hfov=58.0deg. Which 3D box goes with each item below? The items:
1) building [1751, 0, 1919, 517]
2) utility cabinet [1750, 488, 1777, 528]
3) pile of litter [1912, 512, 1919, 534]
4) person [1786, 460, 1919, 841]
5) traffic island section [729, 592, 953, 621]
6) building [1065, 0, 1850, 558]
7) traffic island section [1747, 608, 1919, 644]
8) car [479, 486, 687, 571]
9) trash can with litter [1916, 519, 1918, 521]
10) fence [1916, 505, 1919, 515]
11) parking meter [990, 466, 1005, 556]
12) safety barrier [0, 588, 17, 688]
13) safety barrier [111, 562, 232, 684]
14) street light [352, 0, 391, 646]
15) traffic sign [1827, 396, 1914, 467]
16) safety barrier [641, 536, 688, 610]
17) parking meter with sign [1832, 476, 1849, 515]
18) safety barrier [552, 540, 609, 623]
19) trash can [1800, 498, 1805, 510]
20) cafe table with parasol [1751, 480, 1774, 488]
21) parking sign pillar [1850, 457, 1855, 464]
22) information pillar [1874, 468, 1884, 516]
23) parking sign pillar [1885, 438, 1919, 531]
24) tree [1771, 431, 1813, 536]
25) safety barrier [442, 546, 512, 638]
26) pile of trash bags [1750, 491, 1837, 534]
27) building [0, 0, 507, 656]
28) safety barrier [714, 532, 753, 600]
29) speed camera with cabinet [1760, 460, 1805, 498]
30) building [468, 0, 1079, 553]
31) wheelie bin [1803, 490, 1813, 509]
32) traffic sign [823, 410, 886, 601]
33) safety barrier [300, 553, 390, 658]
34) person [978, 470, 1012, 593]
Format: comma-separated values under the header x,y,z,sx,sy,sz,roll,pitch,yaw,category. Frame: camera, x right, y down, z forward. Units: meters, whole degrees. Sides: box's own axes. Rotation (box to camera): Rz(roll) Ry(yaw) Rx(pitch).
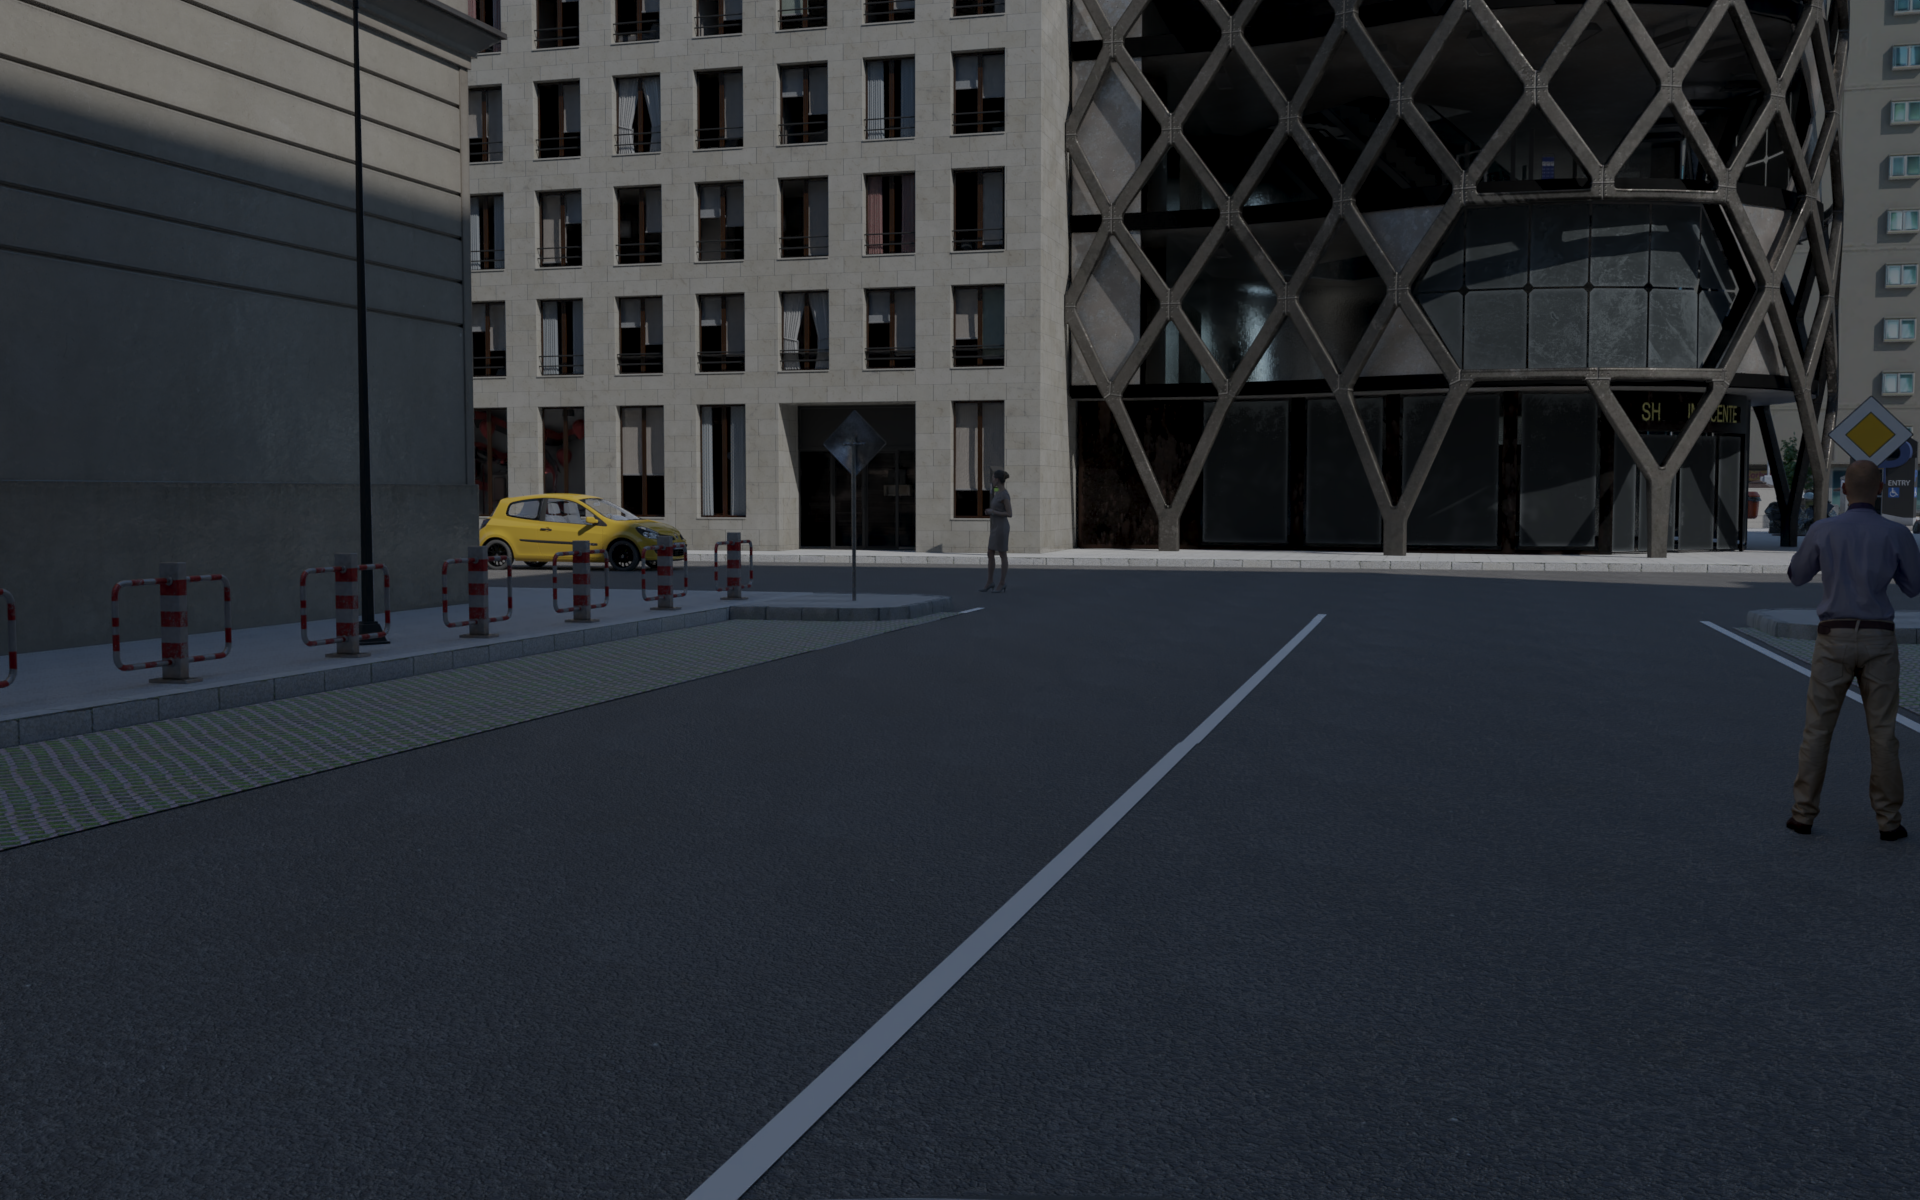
x,y,z,sx,sy,sz,roll,pitch,yaw,category
49.603,-29.618,107.957,21.300,48.544,21.600,1,4,16,building
29.601,-3.394,64.175,1.173,1.500,0.318,1,4,9,utility cabinet
31.514,-2.569,55.971,1.719,0.858,1.176,-2,4,-23,pile of litter
3.743,0.201,7.272,0.516,1.574,0.319,2,4,33,person
-1.294,0.089,20.833,2.009,0.180,2.903,1,4,16,traffic island section
12.225,-10.725,42.805,16.811,18.784,16.820,1,4,16,building
9.334,0.271,17.845,2.009,0.180,2.903,1,4,16,traffic island section
-7.202,-1.400,33.122,3.980,1.641,2.015,1,4,14,car
45.320,-4.396,82.927,2.233,1.210,1.678,-2,4,-24,trash can with litter
51.553,-4.804,93.912,2.069,0.683,0.278,0,4,-5,fence
0.780,-1.865,36.205,0.255,1.863,0.399,-1,4,-9,parking meter
-5.862,0.266,9.929,0.300,0.817,1.120,1,4,16,safety barrier
-5.345,0.153,11.781,0.300,0.817,1.120,1,4,16,safety barrier
-4.547,-2.567,14.508,1.470,5.913,1.316,1,4,16,street light
9.309,-0.864,17.775,0.795,2.450,0.064,1,4,16,traffic sign
-3.264,-0.300,19.174,0.300,0.817,1.120,1,4,16,safety barrier
36.624,-4.587,71.254,1.738,3.016,0.543,0,3,0,parking meter with sign
-3.784,-0.186,17.321,0.300,0.817,1.120,1,4,16,safety barrier
37.043,-4.018,77.349,0.748,1.137,0.748,0,3,0,trash can
38.201,-4.775,82.942,2.610,1.966,2.610,0,4,6,cafe table with parasol
44.802,-5.979,86.229,1.447,3.967,1.447,0,4,1,parking sign pillar
25.914,-2.728,49.087,0.304,2.012,0.304,0,4,-2,information pillar
32.725,-4.410,60.577,1.447,3.967,1.447,3,5,41,parking sign pillar
25.380,-3.566,52.908,1.663,3.219,1.824,0,3,0,tree
-4.303,-0.073,15.475,0.300,0.817,1.120,1,4,16,safety barrier
27.012,-2.869,56.656,1.912,1.369,3.447,-2,4,-25,pile of trash bags
-21.347,-11.217,16.686,30.059,22.955,16.112,1,4,16,building
-2.742,-0.412,21.019,0.300,0.817,1.120,1,4,16,safety barrier
40.919,-5.614,86.132,2.038,3.252,0.660,1,4,20,speed camera with cabinet
-4.946,-11.568,43.885,16.860,20.320,10.420,1,4,16,building
33.373,-3.663,67.794,0.693,1.594,0.980,2,4,26,wheelie bin
-1.269,-1.047,20.765,0.795,2.450,0.064,1,4,16,traffic sign
-4.823,0.040,13.627,0.300,0.817,1.120,1,4,16,safety barrier
0.524,-0.997,25.145,0.374,1.781,0.599,-1,4,-19,person
